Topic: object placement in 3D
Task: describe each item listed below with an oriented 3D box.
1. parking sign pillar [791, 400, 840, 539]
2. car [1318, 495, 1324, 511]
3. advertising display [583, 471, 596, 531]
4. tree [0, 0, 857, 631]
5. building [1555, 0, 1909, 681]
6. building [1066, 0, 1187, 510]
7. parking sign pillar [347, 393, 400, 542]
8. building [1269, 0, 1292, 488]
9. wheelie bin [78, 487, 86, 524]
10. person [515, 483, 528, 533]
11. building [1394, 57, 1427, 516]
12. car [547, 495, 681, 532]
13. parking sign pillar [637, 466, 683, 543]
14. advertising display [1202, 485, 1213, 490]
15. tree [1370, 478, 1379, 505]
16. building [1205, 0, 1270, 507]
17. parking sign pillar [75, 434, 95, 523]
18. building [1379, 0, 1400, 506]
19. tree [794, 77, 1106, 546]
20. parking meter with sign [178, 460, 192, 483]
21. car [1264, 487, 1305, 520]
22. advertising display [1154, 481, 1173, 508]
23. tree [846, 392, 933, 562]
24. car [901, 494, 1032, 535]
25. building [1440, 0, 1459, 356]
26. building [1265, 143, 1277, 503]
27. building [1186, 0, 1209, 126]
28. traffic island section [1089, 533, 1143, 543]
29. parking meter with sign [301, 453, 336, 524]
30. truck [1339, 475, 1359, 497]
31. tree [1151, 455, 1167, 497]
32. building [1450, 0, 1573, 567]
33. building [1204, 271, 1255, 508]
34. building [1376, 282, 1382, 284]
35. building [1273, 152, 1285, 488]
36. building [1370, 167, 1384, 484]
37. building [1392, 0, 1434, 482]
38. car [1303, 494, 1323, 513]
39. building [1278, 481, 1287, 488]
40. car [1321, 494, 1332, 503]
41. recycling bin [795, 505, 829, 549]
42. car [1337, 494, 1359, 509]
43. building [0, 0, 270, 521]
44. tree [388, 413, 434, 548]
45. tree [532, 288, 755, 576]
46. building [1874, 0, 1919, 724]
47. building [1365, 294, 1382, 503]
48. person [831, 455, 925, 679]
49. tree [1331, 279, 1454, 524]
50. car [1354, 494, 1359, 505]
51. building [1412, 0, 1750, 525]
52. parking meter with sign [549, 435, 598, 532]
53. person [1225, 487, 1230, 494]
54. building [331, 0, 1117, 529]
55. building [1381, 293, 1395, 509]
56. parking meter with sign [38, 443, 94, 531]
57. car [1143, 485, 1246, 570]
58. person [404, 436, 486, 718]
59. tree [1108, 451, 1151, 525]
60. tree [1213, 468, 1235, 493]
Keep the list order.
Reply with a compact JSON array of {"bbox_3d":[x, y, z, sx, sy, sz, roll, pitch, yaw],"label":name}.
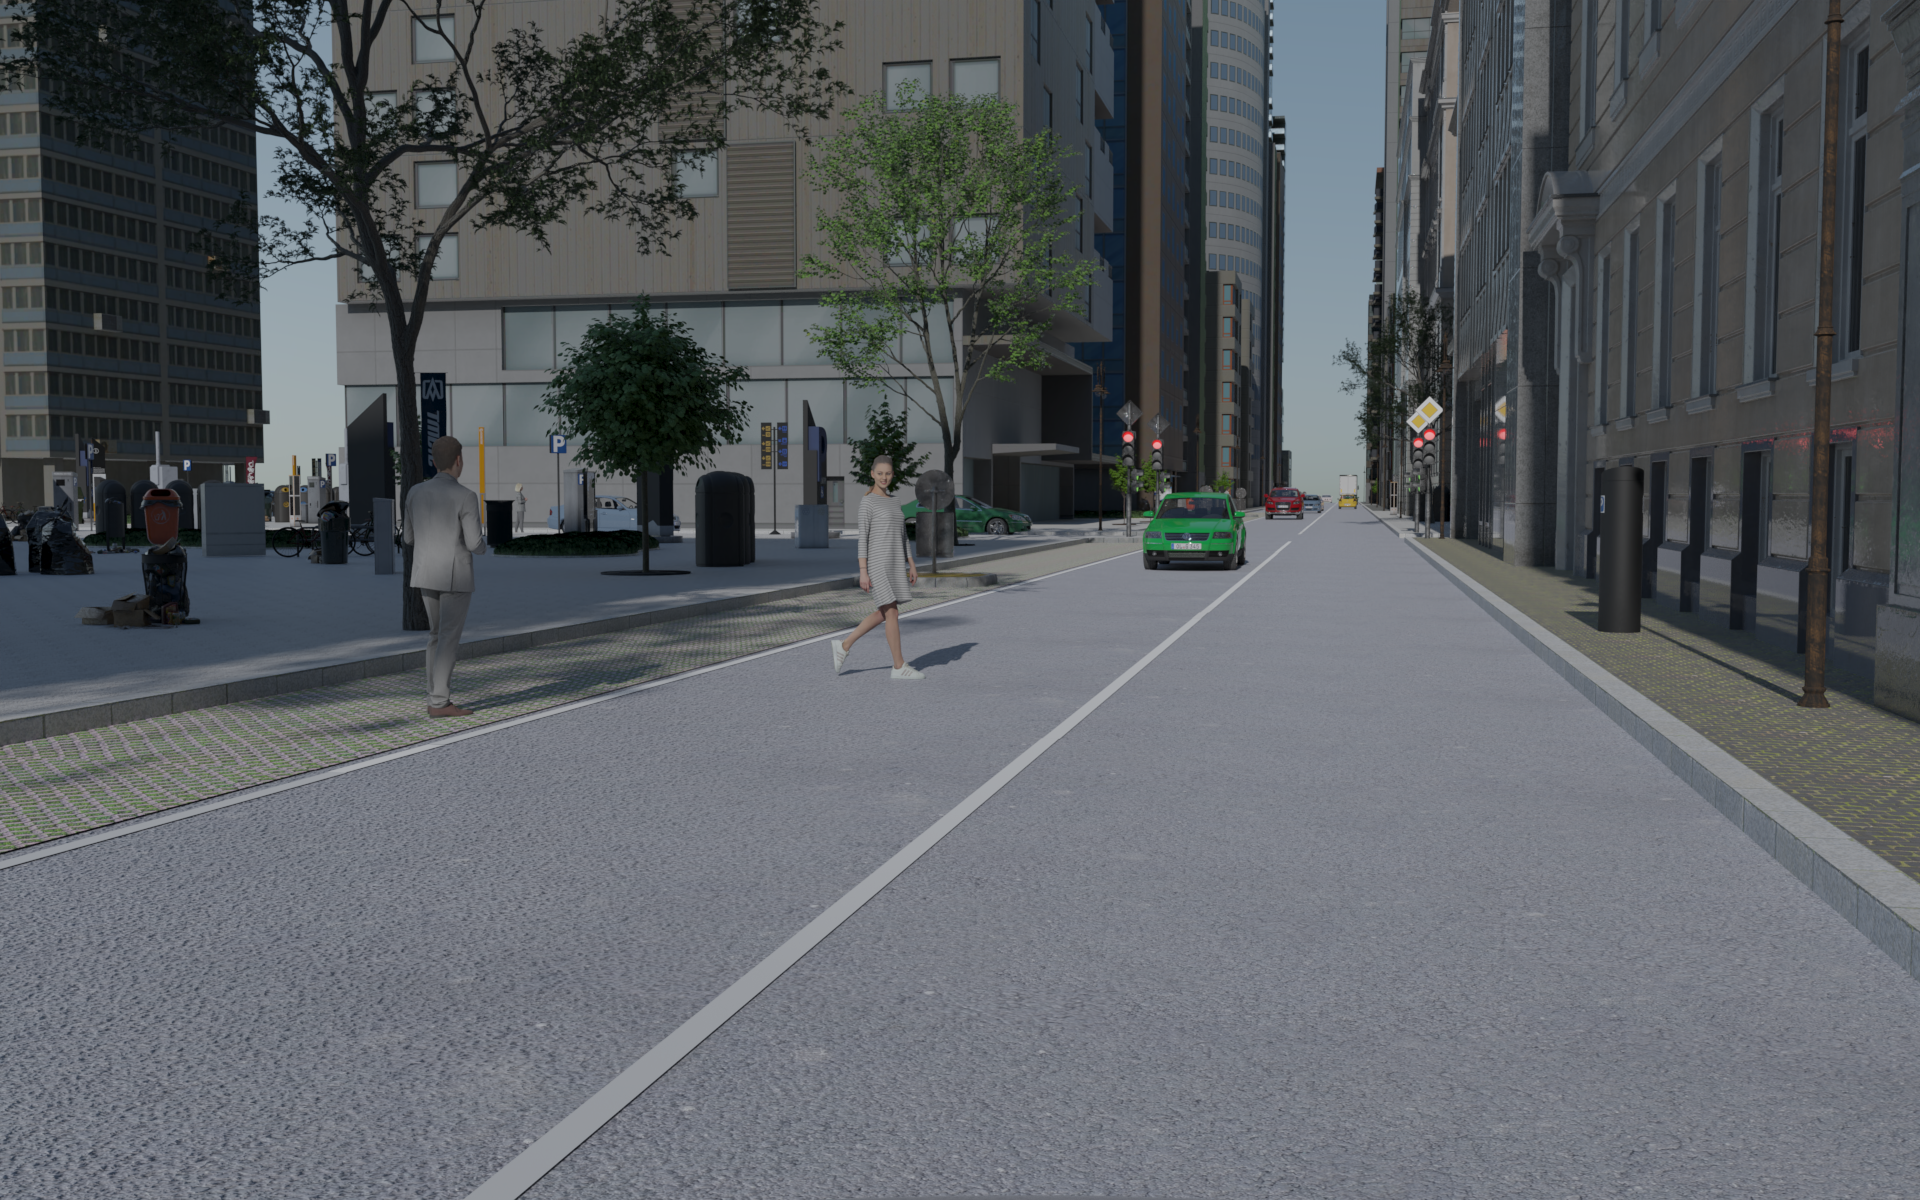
[{"bbox_3d":[-4.199,-3.777,50.222,1.447,3.967,1.447,1,4,8],"label":"parking sign pillar"},{"bbox_3d":[29.757,-8.199,146.423,2.083,1.381,4.827,1,4,15],"label":"car"},{"bbox_3d":[-10.420,-2.660,48.712,0.123,1.923,0.974,0,4,1],"label":"advertising display"},{"bbox_3d":[-5.105,-5.015,16.403,8.767,10.594,7.601,0,4,0],"label":"tree"},{"bbox_3d":[14.338,-14.230,18.571,13.634,28.700,20.117,1,4,13],"label":"building"},{"bbox_3d":[5.668,-27.627,101.809,14.600,45.320,14.200,1,4,13],"label":"building"},{"bbox_3d":[-15.872,-3.563,46.723,1.447,3.967,1.447,2,4,25],"label":"parking sign pillar"},{"bbox_3d":[40.693,-58.471,268.673,22.319,86.520,31.000,1,4,13],"label":"building"},{"bbox_3d":[-37.791,-4.028,73.770,0.693,1.594,0.980,3,5,41],"label":"wheelie bin"},{"bbox_3d":[-14.709,-3.025,58.149,0.526,1.800,0.537,0,4,-4],"label":"person"},{"bbox_3d":[34.696,-20.590,114.140,11.434,29.767,29.804,1,4,13],"label":"building"},{"bbox_3d":[-11.693,-2.856,58.695,4.499,1.417,2.014,1,4,11],"label":"car"},{"bbox_3d":[-8.044,-3.495,45.615,1.447,3.967,1.447,-3,4,-37],"label":"parking sign pillar"},{"bbox_3d":[17.448,-7.165,122.366,0.974,1.923,0.123,3,5,43],"label":"advertising display"},{"bbox_3d":[51.183,-13.359,213.026,1.663,3.219,1.824,0,3,0],"label":"tree"},{"bbox_3d":[20.214,-38.851,177.208,21.231,58.520,28.212,1,4,13],"label":"building"},{"bbox_3d":[-39.430,-5.486,78.175,1.447,3.967,1.447,0,4,-8],"label":"parking sign pillar"},{"bbox_3d":[56.735,-39.516,188.092,21.231,58.520,28.212,1,4,13],"label":"building"},{"bbox_3d":[-0.221,-7.158,42.787,9.928,11.665,9.643,0,3,0],"label":"tree"},{"bbox_3d":[-39.707,-5.583,87.544,0.543,3.016,1.738,2,4,27],"label":"parking meter with sign"},{"bbox_3d":[18.412,-5.474,98.172,2.281,1.827,5.304,1,4,13],"label":"car"},{"bbox_3d":[10.213,-5.004,87.034,0.974,1.923,0.123,2,4,28],"label":"advertising display"},{"bbox_3d":[-1.313,-2.347,32.973,1.663,3.219,1.824,0,3,0],"label":"tree"},{"bbox_3d":[-0.047,-2.784,57.314,4.920,1.459,2.131,1,4,11],"label":"car"},{"bbox_3d":[27.033,-14.122,59.771,19.941,23.489,11.050,1,4,13],"label":"building"},{"bbox_3d":[28.508,-31.432,197.515,14.154,41.232,14.086,1,4,13],"label":"building"},{"bbox_3d":[10.004,-26.912,123.613,14.154,41.232,14.086,1,4,13],"label":"building"},{"bbox_3d":[5.035,-1.811,51.899,2.009,0.180,2.903,1,4,13],"label":"traffic island section"},{"bbox_3d":[-27.762,-4.802,74.768,1.738,3.016,0.543,2,4,24],"label":"parking meter with sign"},{"bbox_3d":[57.588,-16.374,256.623,2.839,4.237,11.283,1,4,14],"label":"truck"},{"bbox_3d":[8.501,-5.116,78.241,1.663,3.219,1.824,0,3,0],"label":"tree"},{"bbox_3d":[17.877,-13.478,38.382,12.078,24.808,19.932,1,4,13],"label":"building"},{"bbox_3d":[10.909,-18.726,151.208,27.650,21.520,28.899,1,4,13],"label":"building"},{"bbox_3d":[75.805,-39.675,268.296,23.786,49.044,30.456,1,4,13],"label":"building"},{"bbox_3d":[34.283,-35.040,223.022,14.600,45.320,14.200,1,4,13],"label":"building"},{"bbox_3d":[65.044,-34.925,225.643,22.147,44.769,28.867,1,4,13],"label":"building"},{"bbox_3d":[42.259,-27.878,139.407,14.154,41.232,14.086,1,4,13],"label":"building"},{"bbox_3d":[26.360,-7.255,130.629,2.014,1.417,4.499,1,4,13],"label":"car"},{"bbox_3d":[29.690,-33.753,243.735,32.217,40.220,23.993,1,4,13],"label":"building"},{"bbox_3d":[60.102,-16.619,284.079,2.083,1.381,4.827,1,4,12],"label":"car"},{"bbox_3d":[-3.526,-1.750,41.161,0.722,1.027,0.722,-1,4,-13],"label":"recycling bin"},{"bbox_3d":[37.136,-9.518,165.842,2.015,1.641,3.980,1,4,14],"label":"car"},{"bbox_3d":[-52.465,-24.278,88.830,23.993,40.220,32.217,1,4,13],"label":"building"},{"bbox_3d":[-12.833,-2.869,41.512,1.663,3.219,1.824,0,3,0],"label":"tree"},{"bbox_3d":[-5.134,-2.695,27.778,4.285,4.588,4.351,0,3,0],"label":"tree"},{"bbox_3d":[8.162,-9.235,0.147,9.793,20.994,18.267,1,4,13],"label":"building"},{"bbox_3d":[65.534,-29.154,248.366,14.160,30.474,14.107,1,4,13],"label":"building"},{"bbox_3d":[-0.644,-0.257,13.455,0.760,1.731,0.466,0,4,6],"label":"person"},{"bbox_3d":[20.281,-8.620,75.357,7.601,10.594,8.767,3,4,37],"label":"tree"},{"bbox_3d":[51.862,-13.331,229.763,2.131,1.459,4.920,1,4,14],"label":"car"},{"bbox_3d":[30.731,-18.552,89.224,13.634,28.700,20.117,1,4,13],"label":"building"},{"bbox_3d":[-11.182,-3.308,50.353,1.738,3.016,0.543,3,5,42],"label":"parking meter with sign"},{"bbox_3d":[15.193,-5.558,99.214,0.795,1.843,0.661,1,4,16],"label":"person"},{"bbox_3d":[-8.043,-29.719,75.138,28.713,52.752,27.495,1,4,13],"label":"building"},{"bbox_3d":[53.630,-19.278,160.237,27.650,21.520,28.899,1,4,13],"label":"building"},{"bbox_3d":[-30.839,-3.879,59.690,1.738,3.016,0.543,0,4,-6],"label":"parking meter with sign"},{"bbox_3d":[4.644,-1.542,34.011,1.959,1.807,4.718,1,4,12],"label":"car"},{"bbox_3d":[-3.256,-0.152,11.178,0.606,1.804,0.583,1,4,20],"label":"person"},{"bbox_3d":[6.946,-4.719,71.753,1.663,3.219,1.824,0,3,0],"label":"tree"},{"bbox_3d":[19.369,-8.112,127.226,1.663,3.219,1.824,0,3,0],"label":"tree"}]
